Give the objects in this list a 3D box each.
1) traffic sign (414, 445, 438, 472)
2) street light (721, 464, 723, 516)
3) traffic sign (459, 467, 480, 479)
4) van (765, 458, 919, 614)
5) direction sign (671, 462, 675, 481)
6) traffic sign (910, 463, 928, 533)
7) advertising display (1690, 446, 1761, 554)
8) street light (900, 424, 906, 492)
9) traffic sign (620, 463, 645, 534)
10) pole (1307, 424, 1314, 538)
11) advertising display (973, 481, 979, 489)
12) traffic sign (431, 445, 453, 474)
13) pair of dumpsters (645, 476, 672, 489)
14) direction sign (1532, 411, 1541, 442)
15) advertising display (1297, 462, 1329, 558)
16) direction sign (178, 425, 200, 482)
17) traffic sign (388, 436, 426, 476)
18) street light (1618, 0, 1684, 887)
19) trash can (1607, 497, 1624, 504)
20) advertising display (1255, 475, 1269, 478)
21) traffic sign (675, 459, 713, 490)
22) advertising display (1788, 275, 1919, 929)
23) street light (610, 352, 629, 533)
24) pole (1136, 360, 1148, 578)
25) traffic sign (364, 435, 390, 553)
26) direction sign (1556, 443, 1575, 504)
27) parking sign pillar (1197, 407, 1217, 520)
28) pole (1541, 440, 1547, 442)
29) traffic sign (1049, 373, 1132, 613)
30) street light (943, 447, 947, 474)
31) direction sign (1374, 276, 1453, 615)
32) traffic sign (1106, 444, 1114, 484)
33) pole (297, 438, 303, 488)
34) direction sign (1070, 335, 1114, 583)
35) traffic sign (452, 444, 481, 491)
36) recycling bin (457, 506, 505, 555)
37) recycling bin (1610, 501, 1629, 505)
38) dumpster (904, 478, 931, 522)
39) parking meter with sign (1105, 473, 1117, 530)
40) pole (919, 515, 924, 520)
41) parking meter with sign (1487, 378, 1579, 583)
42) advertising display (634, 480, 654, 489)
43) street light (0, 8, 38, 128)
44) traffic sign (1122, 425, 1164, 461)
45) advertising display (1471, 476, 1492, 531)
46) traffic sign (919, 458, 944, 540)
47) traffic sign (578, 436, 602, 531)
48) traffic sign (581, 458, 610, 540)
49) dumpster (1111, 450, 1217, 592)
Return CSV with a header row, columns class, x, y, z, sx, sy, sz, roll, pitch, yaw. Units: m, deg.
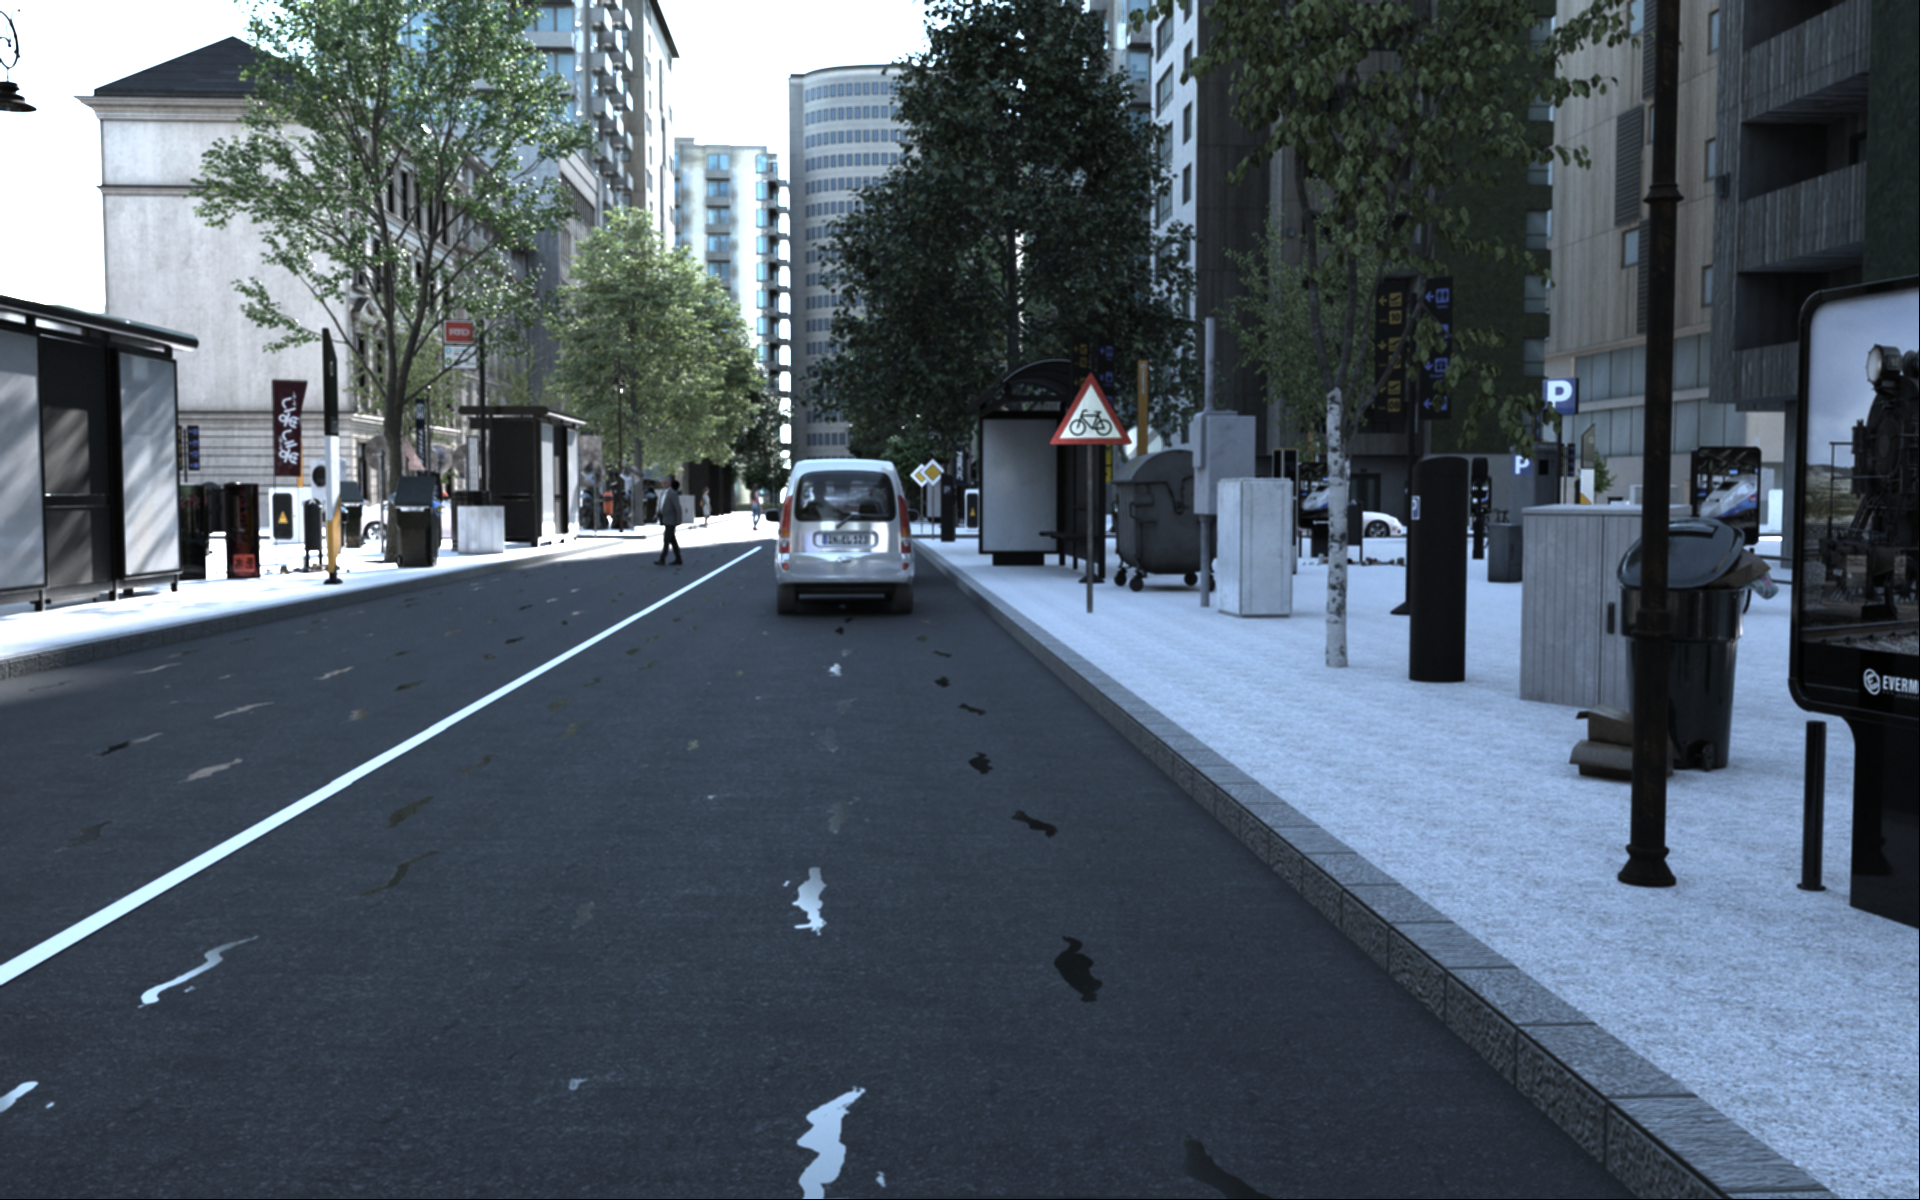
class,x,y,z,sx,sy,sz,roll,pitch,yaw
traffic sign,-13.816,-2.722,44.607,0.768,2.556,0.104,0,4,5
street light,-13.618,-7.718,98.970,0.468,5.910,1.993,0,4,-3
traffic sign,-13.669,-2.823,48.293,0.606,2.300,0.079,0,4,6
van,-1.496,-0.925,22.132,2.013,2.044,4.112,0,4,-5
direction sign,-17.675,-7.037,107.050,0.379,3.537,0.876,-2,4,-32
traffic sign,-1.248,-3.230,56.448,0.795,2.450,0.064,0,4,-3
advertising display,10.413,-1.124,23.588,0.974,1.923,0.123,-1,4,-9
street light,-2.898,-7.113,89.084,0.468,5.910,1.993,0,4,-3
traffic sign,-10.576,-3.196,55.902,0.795,2.450,0.064,0,4,-3
pole,10.159,-3.446,50.190,0.158,3.312,0.155,0,3,0
advertising display,0.913,-4.983,86.684,0.123,1.923,0.974,-1,4,-22
traffic sign,-13.552,-2.744,44.963,0.768,2.556,0.104,0,4,-1
pair of dumpsters,-16.255,-5.535,92.995,1.574,2.255,4.437,0,4,-3
direction sign,15.783,-3.397,47.539,0.379,3.537,0.876,0,4,6
advertising display,7.301,-1.826,35.067,0.974,1.923,0.123,-1,4,-11
direction sign,-25.558,-3.987,57.181,0.876,3.537,0.379,-1,4,-9
traffic sign,-12.490,-2.389,39.065,0.884,2.594,0.081,0,4,1
street light,2.274,-2.004,5.555,0.468,5.910,1.993,0,4,-3
trash can,30.350,-4.195,80.249,0.748,1.137,0.748,0,3,0
advertising display,10.161,-3.335,59.738,0.974,1.923,0.123,2,4,26
traffic sign,-15.608,-6.599,101.769,2.265,3.308,0.079,0,4,-3
advertising display,2.855,0.003,5.165,0.123,1.923,0.974,-1,4,-12
street light,-11.098,-5.125,56.575,0.468,5.910,1.993,0,4,-3
pole,2.786,-1.996,26.480,0.158,3.312,0.155,0,3,0
traffic sign,-12.562,-2.293,37.602,0.768,2.556,0.104,0,4,4
direction sign,27.113,-5.235,77.587,0.876,3.537,0.379,-1,4,-11
parking sign pillar,7.124,-3.669,48.460,1.447,3.967,1.447,-3,5,-43
pole,22.113,-4.394,65.692,0.158,3.312,0.155,0,3,0
traffic sign,1.404,-1.142,18.676,0.884,2.594,0.081,0,4,1
street light,-0.403,-4.587,47.791,0.468,5.910,1.993,0,4,-3
direction sign,4.794,-1.615,18.398,0.876,3.537,0.379,3,5,43
traffic sign,2.783,-3.080,44.238,2.265,3.308,0.079,0,4,-2
pole,-24.162,-4.255,63.407,0.158,3.312,0.155,0,3,0
direction sign,1.908,-2.018,24.987,0.876,3.537,0.379,-3,5,-42
traffic sign,-12.608,-2.701,44.274,0.768,2.556,0.104,0,4,6
recycling bin,-10.214,-1.492,36.941,0.722,1.027,0.722,3,4,36
recycling bin,24.458,-3.135,63.818,0.722,1.027,0.722,-3,4,-36
dumpster,-1.768,-4.668,78.821,1.502,2.255,1.985,0,4,-3
parking meter with sign,5.967,-4.016,61.920,1.738,3.016,0.543,-1,4,-16
pole,-1.912,-5.641,86.073,0.158,3.312,0.155,0,3,0
parking meter with sign,8.445,-1.795,25.603,1.738,3.016,0.543,-3,5,-43
advertising display,-14.025,-4.375,76.749,0.974,1.923,0.123,-2,4,-31
street light,-8.639,-2.595,15.215,0.468,5.910,1.993,0,4,-3
traffic sign,3.343,-1.935,31.744,0.768,2.556,0.104,0,4,4
advertising display,18.256,-3.392,60.673,0.123,1.923,0.974,-1,4,-20
traffic sign,-0.762,-2.742,48.478,0.795,2.450,0.064,0,4,-3
traffic sign,-13.612,-4.072,60.458,2.265,3.308,0.079,0,4,5
traffic sign,-10.090,-2.709,47.932,0.795,2.450,0.064,0,4,-3
dumpster,2.788,-1.081,23.430,1.264,1.857,1.865,0,4,-3
